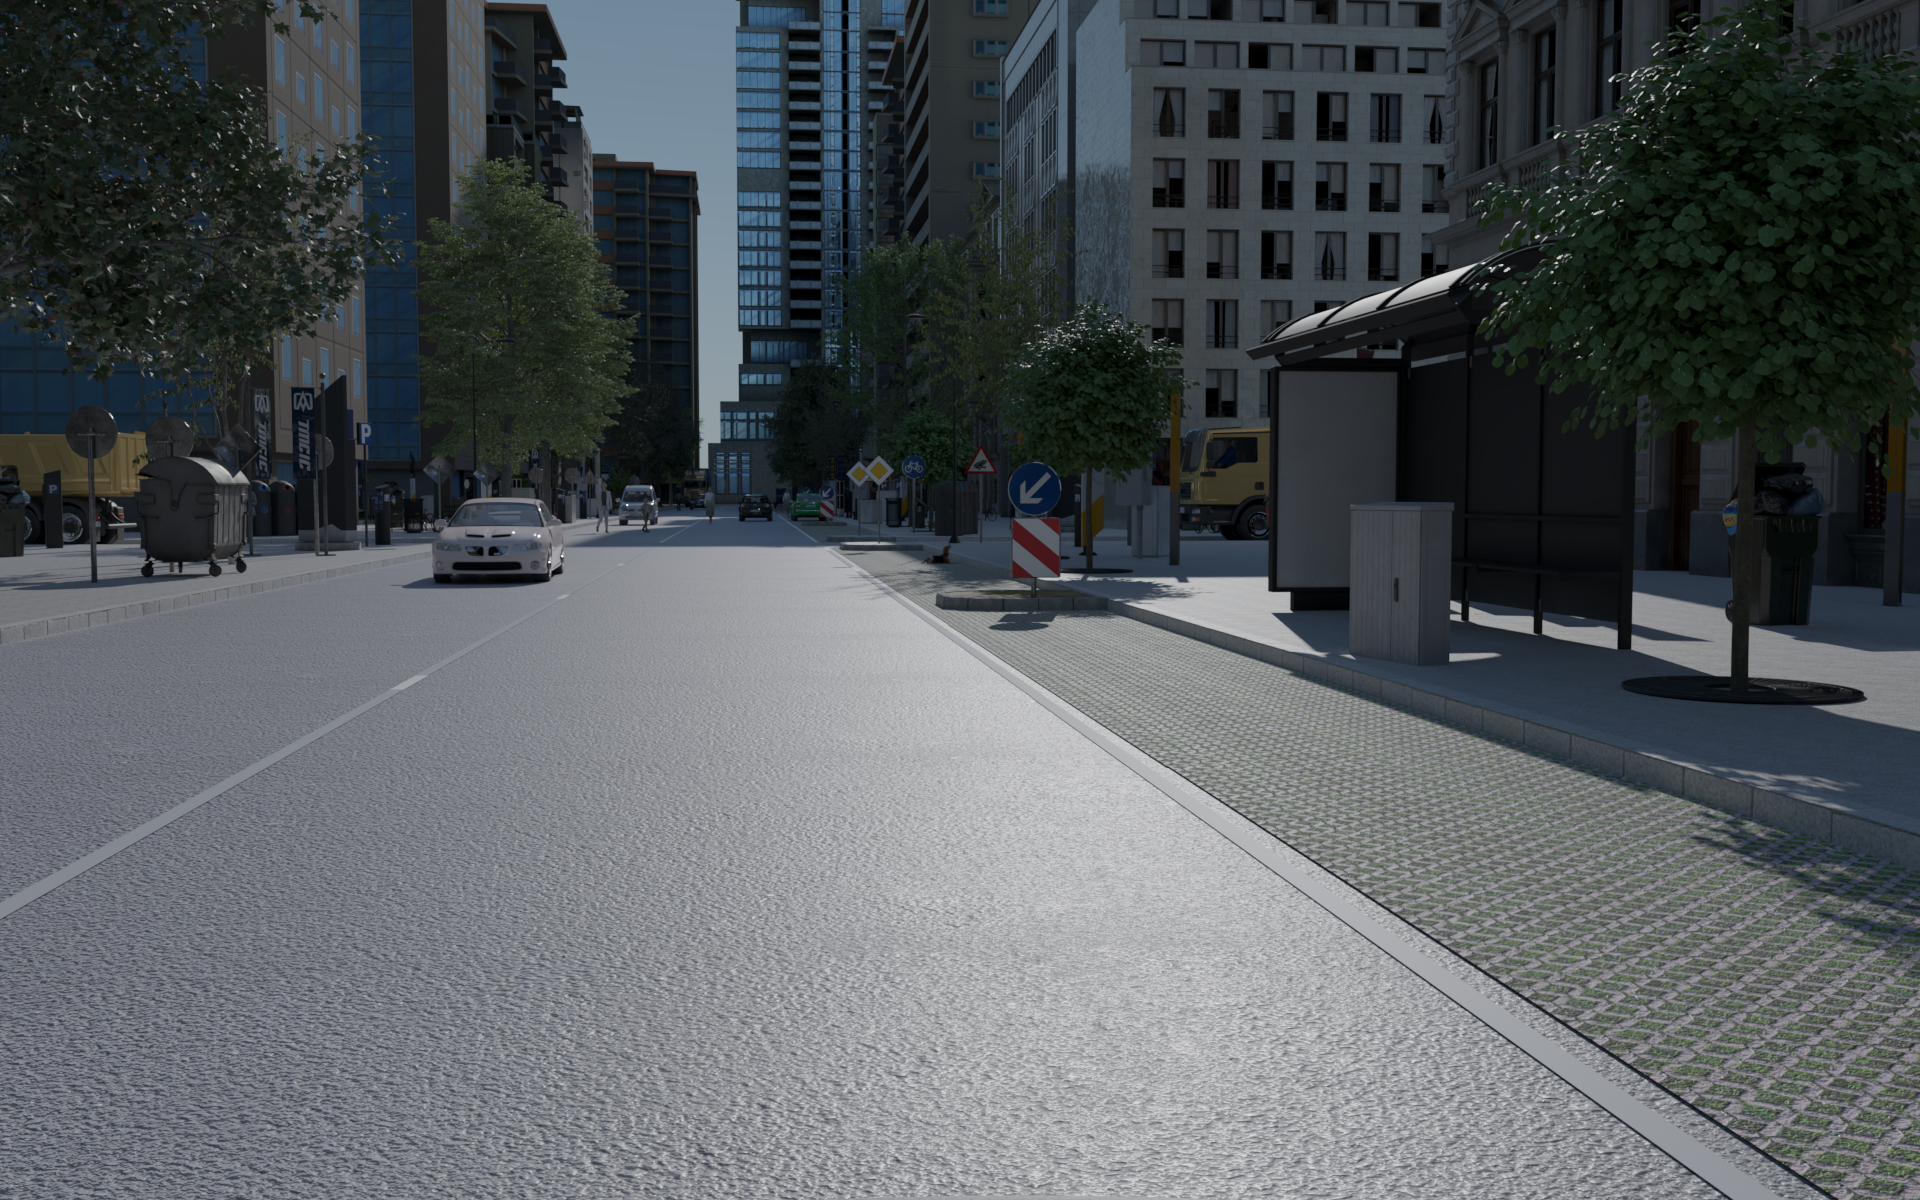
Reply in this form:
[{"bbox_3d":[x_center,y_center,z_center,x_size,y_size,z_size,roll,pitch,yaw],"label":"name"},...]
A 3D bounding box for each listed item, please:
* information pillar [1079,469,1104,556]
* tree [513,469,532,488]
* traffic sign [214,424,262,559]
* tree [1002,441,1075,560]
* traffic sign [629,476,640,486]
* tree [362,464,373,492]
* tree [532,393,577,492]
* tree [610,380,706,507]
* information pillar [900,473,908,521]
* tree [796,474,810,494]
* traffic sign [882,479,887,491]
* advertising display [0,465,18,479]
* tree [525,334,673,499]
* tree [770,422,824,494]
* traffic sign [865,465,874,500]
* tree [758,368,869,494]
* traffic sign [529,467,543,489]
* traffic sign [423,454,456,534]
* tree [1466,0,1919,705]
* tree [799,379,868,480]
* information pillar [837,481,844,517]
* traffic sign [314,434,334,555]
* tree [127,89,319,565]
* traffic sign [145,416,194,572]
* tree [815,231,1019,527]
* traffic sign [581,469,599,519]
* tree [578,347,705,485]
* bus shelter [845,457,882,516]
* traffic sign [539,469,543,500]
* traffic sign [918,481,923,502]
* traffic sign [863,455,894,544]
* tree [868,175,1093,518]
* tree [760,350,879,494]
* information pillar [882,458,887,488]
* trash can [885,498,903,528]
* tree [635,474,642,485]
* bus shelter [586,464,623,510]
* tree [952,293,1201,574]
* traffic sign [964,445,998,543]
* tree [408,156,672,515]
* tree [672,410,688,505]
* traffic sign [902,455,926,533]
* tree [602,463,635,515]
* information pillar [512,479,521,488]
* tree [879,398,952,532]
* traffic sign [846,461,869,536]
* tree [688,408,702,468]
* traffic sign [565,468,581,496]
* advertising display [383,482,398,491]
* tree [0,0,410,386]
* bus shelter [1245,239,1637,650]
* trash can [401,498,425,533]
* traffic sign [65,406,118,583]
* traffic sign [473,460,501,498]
[{"bbox_3d":[2.751,-2.733,36.044,0.504,3.616,0.183,-1,4,-15],"label":"information pillar"},{"bbox_3d":[-29.327,-7.342,114.646,1.663,3.219,1.824,0,3,0],"label":"tree"},{"bbox_3d":[-11.863,-1.669,28.480,0.795,2.450,0.064,0,4,0],"label":"traffic sign"},{"bbox_3d":[1.547,-2.428,34.298,1.663,3.219,1.824,0,3,0],"label":"tree"},{"bbox_3d":[-22.538,-7.323,119.832,0.768,2.556,0.104,0,4,-5],"label":"traffic sign"},{"bbox_3d":[-32.084,-5.989,92.514,1.663,3.219,1.824,0,3,0],"label":"tree"},{"bbox_3d":[-28.189,-10.378,120.050,4.737,8.622,4.395,0,3,0],"label":"tree"},{"bbox_3d":[-30.413,-15.719,174.010,9.611,12.733,9.660,0,3,0],"label":"tree"},{"bbox_3d":[-2.649,-5.501,81.294,0.183,3.616,0.504,3,4,36],"label":"information pillar"},{"bbox_3d":[-18.744,-15.499,203.765,4.737,8.622,4.395,0,3,0],"label":"tree"},{"bbox_3d":[-4.066,-5.648,92.449,0.768,2.556,0.104,0,4,1],"label":"traffic sign"},{"bbox_3d":[-21.401,-2.029,38.388,0.974,1.923,0.123,-1,4,-22],"label":"advertising display"},{"bbox_3d":[-21.049,-10.113,99.755,8.767,10.594,7.601,-3,5,-39],"label":"tree"},{"bbox_3d":[-17.496,-16.860,193.794,7.486,12.596,7.792,0,3,0],"label":"tree"},{"bbox_3d":[-4.161,-4.721,77.184,0.884,2.594,0.081,0,4,-5],"label":"traffic sign"},{"bbox_3d":[-13.641,-15.339,161.157,12.009,13.543,11.850,0,3,0],"label":"tree"},{"bbox_3d":[-20.154,-5.037,82.467,0.768,2.556,0.104,0,4,-2],"label":"traffic sign"},{"bbox_3d":[-13.064,-2.438,43.497,0.795,2.450,0.064,0,4,-7],"label":"traffic sign"},{"bbox_3d":[5.097,-1.670,11.022,4.285,4.588,4.351,0,3,0],"label":"tree"},{"bbox_3d":[-8.253,-10.080,115.165,4.360,8.622,3.978,0,3,0],"label":"tree"},{"bbox_3d":[-6.690,-5.651,96.879,0.304,2.012,0.304,-3,4,-37],"label":"information pillar"},{"bbox_3d":[-13.591,-2.229,36.543,0.768,2.556,0.104,0,4,-1],"label":"traffic sign"},{"bbox_3d":[-13.457,-4.962,31.483,4.360,8.622,3.978,0,3,0],"label":"tree"},{"bbox_3d":[-12.961,-1.731,28.410,0.768,2.556,0.104,0,4,-5],"label":"traffic sign"},{"bbox_3d":[-1.719,-8.666,67.448,9.928,11.665,9.643,0,3,0],"label":"tree"},{"bbox_3d":[-19.197,-5.496,89.867,0.884,2.594,0.081,0,4,-4],"label":"traffic sign"},{"bbox_3d":[-26.200,-14.232,143.071,12.009,13.543,11.850,0,3,0],"label":"tree"},{"bbox_3d":[-5.404,-6.397,98.516,2.014,3.302,5.546,0,4,-7],"label":"bus shelter"},{"bbox_3d":[-20.733,-5.225,85.533,0.768,2.556,0.104,0,4,-2],"label":"traffic sign"},{"bbox_3d":[-1.716,-4.732,77.469,0.768,2.556,0.104,0,4,-5],"label":"traffic sign"},{"bbox_3d":[-2.099,-2.518,44.816,0.795,2.450,0.064,0,4,-7],"label":"traffic sign"},{"bbox_3d":[1.193,-5.454,39.531,4.737,8.622,4.395,0,3,0],"label":"tree"},{"bbox_3d":[-11.313,-13.533,138.279,9.611,12.733,9.660,0,3,0],"label":"tree"},{"bbox_3d":[-4.704,-7.079,107.092,0.183,3.616,0.504,-3,5,-39],"label":"information pillar"},{"bbox_3d":[-2.532,-3.348,66.396,0.748,1.137,0.748,0,3,0],"label":"trash can"},{"bbox_3d":[-24.692,-8.203,128.728,1.663,3.219,1.824,0,3,0],"label":"tree"},{"bbox_3d":[-24.177,-7.583,117.901,2.014,3.302,5.546,0,4,-7],"label":"bus shelter"},{"bbox_3d":[2.220,-2.735,28.432,4.285,4.588,4.351,0,3,0],"label":"tree"},{"bbox_3d":[0.551,-2.779,45.436,0.884,2.594,0.081,0,4,-4],"label":"traffic sign"},{"bbox_3d":[-15.125,-8.604,58.798,7.486,12.596,7.792,0,3,0],"label":"tree"},{"bbox_3d":[-16.471,-9.316,70.442,7.486,12.596,7.792,0,3,0],"label":"tree"},{"bbox_3d":[-1.510,-3.461,56.698,0.768,2.556,0.104,0,4,-4],"label":"traffic sign"},{"bbox_3d":[-21.878,-6.990,108.894,1.663,3.219,1.824,0,3,0],"label":"tree"},{"bbox_3d":[-21.355,-4.833,83.515,0.304,2.012,0.304,3,4,37],"label":"information pillar"},{"bbox_3d":[-0.942,-4.610,59.090,4.285,4.588,4.351,0,3,0],"label":"tree"},{"bbox_3d":[-3.071,-3.003,52.742,0.795,2.450,0.064,0,4,-7],"label":"traffic sign"},{"bbox_3d":[-33.918,-17.372,202.164,7.486,12.596,7.792,0,3,0],"label":"tree"},{"bbox_3d":[-18.756,-5.123,83.872,0.768,2.556,0.104,0,4,-5],"label":"traffic sign"},{"bbox_3d":[-29.965,-5.258,91.182,0.974,1.923,0.123,2,4,32],"label":"advertising display"},{"bbox_3d":[-11.319,-6.197,18.328,9.611,12.733,9.660,0,3,0],"label":"tree"},{"bbox_3d":[4.484,-1.384,16.546,2.014,3.302,5.546,0,4,-7],"label":"bus shelter"},{"bbox_3d":[-17.898,-2.757,56.723,0.748,1.137,0.748,0,3,0],"label":"trash can"},{"bbox_3d":[-12.516,-1.521,24.967,0.768,2.556,0.104,0,4,3],"label":"traffic sign"},{"bbox_3d":[-14.036,-2.922,51.423,0.795,2.450,0.064,0,4,-7],"label":"traffic sign"}]
